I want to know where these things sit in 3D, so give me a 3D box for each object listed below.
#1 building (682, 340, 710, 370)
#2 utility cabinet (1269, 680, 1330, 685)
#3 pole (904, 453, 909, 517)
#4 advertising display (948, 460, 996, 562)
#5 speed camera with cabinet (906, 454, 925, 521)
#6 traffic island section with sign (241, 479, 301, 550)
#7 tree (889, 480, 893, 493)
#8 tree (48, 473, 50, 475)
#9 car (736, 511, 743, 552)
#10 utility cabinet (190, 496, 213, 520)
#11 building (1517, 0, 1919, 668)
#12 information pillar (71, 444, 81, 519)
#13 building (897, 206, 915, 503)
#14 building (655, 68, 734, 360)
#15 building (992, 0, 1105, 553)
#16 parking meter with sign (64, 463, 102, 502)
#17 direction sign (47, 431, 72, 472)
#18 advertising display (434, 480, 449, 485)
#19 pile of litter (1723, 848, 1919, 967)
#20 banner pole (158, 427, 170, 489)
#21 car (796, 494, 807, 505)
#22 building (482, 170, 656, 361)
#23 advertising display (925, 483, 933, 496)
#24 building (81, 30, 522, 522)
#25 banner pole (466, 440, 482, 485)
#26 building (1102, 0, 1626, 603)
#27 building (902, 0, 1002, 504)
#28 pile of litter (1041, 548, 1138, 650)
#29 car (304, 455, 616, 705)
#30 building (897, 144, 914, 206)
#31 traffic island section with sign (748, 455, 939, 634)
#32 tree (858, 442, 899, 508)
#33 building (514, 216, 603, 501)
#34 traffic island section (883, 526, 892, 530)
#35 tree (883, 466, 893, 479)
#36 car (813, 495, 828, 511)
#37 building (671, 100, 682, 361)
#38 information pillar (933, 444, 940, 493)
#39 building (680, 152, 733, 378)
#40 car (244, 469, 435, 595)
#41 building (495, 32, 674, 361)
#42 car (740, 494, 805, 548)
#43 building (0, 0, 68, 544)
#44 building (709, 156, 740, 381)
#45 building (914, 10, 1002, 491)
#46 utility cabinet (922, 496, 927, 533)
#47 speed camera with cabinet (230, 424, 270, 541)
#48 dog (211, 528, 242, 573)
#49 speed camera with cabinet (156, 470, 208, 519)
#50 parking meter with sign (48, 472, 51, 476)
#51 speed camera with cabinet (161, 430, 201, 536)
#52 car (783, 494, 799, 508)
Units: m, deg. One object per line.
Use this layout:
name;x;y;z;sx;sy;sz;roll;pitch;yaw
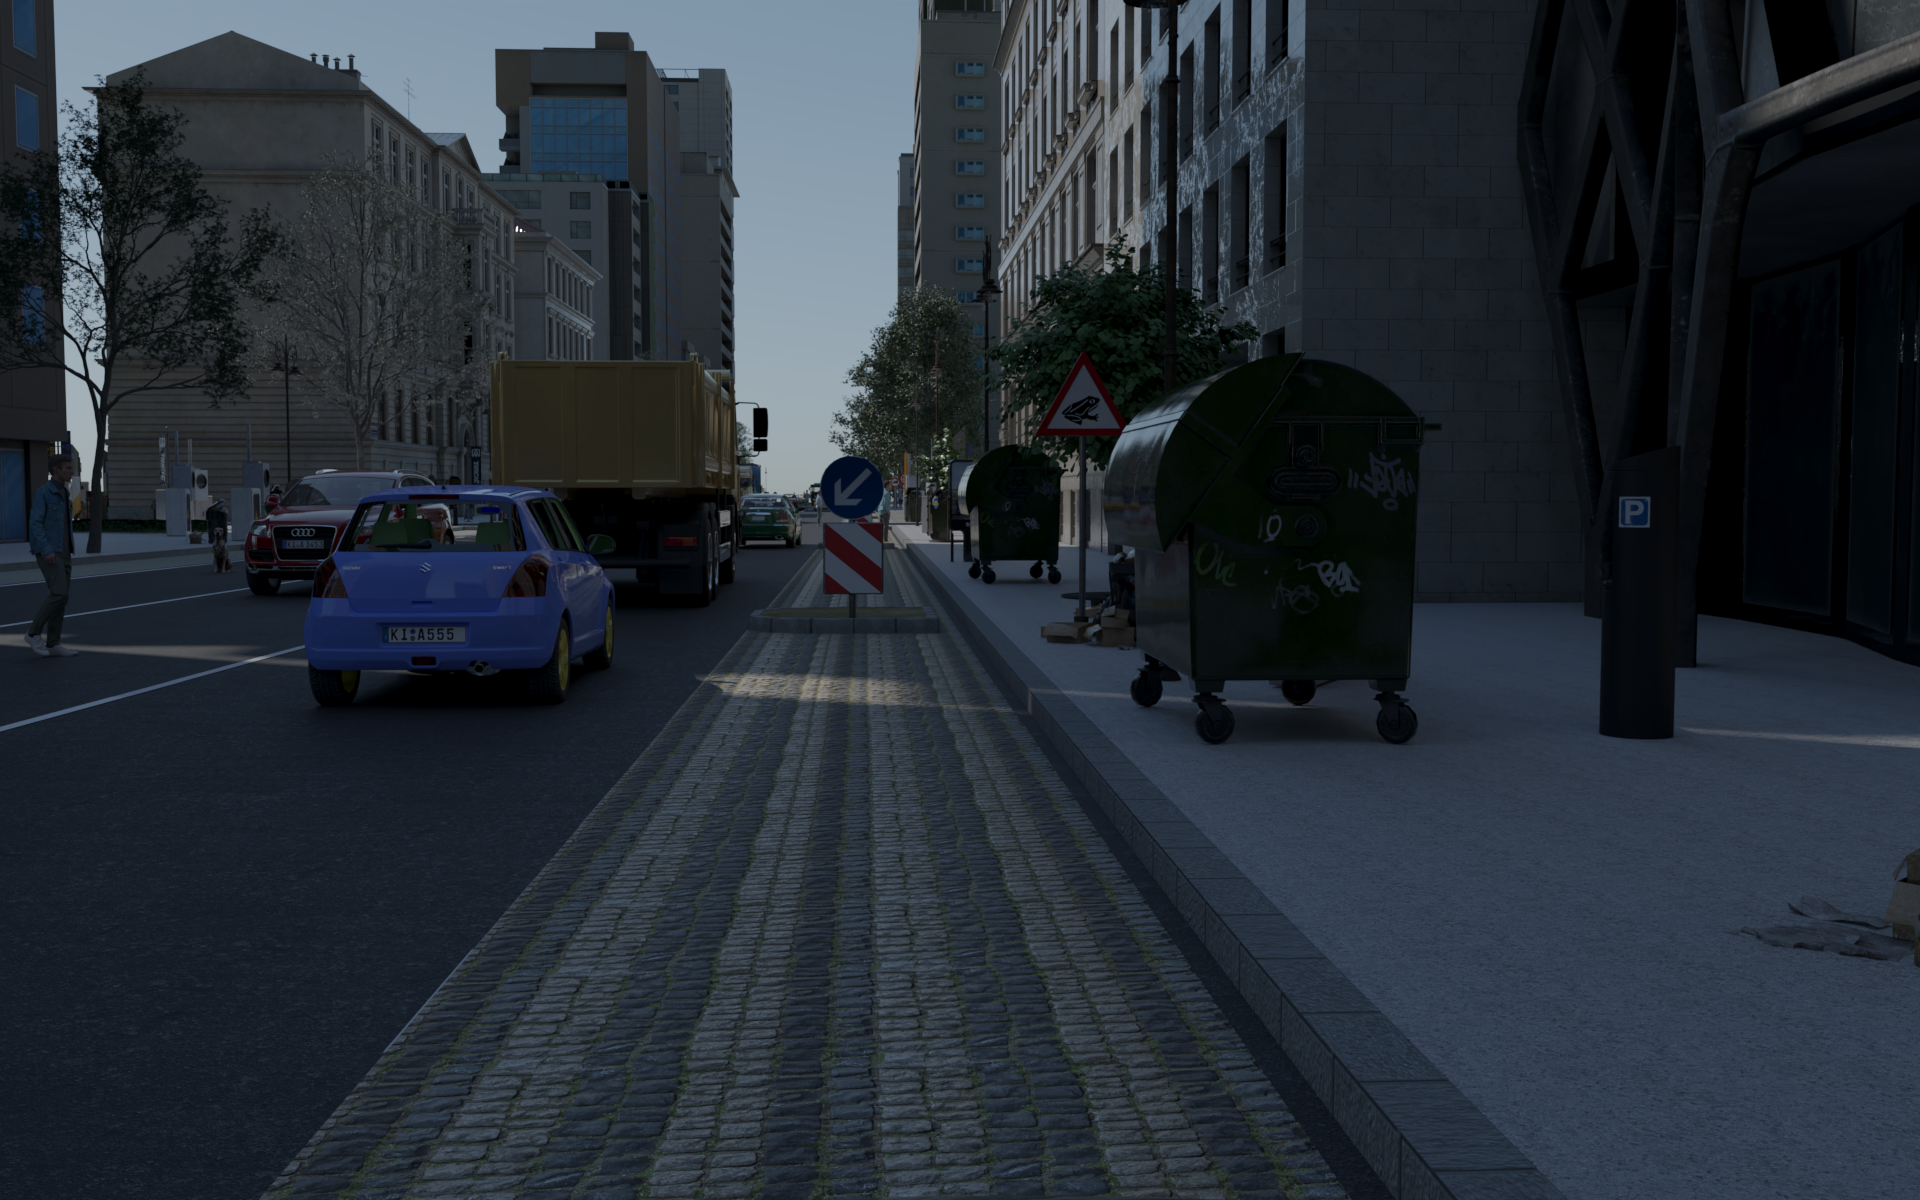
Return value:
building;-45.179;-22.226;208.436;27.650;21.520;28.899;0;4;-3
utility cabinet;2.431;-0.196;11.879;0.318;1.500;1.173;2;4;27
pole;-2.652;-5.643;86.113;0.158;3.312;0.155;0;3;0
advertising display;0.247;-1.685;32.762;0.974;1.923;0.123;-1;4;-21
speed camera with cabinet;-2.164;-5.503;84.314;0.660;3.252;2.038;-1;4;-11
traffic island section with sign;-17.234;-2.208;44.726;1.989;1.847;2.006;0;4;-3
tree;-7.722;-12.636;201.203;1.663;3.219;1.824;0;3;0
tree;-35.709;-4.407;66.658;1.663;3.219;1.824;0;3;0
car;-6.232;-1.903;41.335;2.015;1.641;3.980;0;4;-3
utility cabinet;-27.943;-3.199;63.471;1.020;1.237;0.306;-2;4;-25
building;13.388;-8.829;11.805;16.820;18.784;16.811;0;4;-3
information pillar;-41.352;-5.482;80.987;0.504;3.616;0.183;2;4;27
building;-1.955;-34.493;247.557;14.154;41.232;14.086;0;4;-3
building;-47.040;-52.456;295.900;20.563;71.187;20.611;0;4;-3
building;9.560;-13.367;51.832;16.112;22.955;30.059;0;4;-3
parking meter with sign;-53.348;-6.670;105.323;1.738;3.016;0.543;-1;4;-17
direction sign;-32.004;-4.253;61.526;0.379;3.537;0.876;3;5;41
advertising display;-23.212;-4.462;78.169;0.974;1.923;0.123;0;4;-1
pile of litter;3.122;0.564;4.738;1.719;0.858;1.176;3;5;43
banner pole;-29.449;-4.537;64.197;0.401;3.779;0.863;0;4;4
car;-20.059;-12.731;218.373;2.015;1.641;3.980;0;4;-4
building;-35.707;-23.665;158.624;14.160;30.474;14.107;0;4;-3
advertising display;-1.339;-4.813;83.910;0.123;1.923;0.974;-3;5;-42
building;-33.185;-16.930;95.882;14.460;24.649;34.723;0;4;-3
banner pole;-22.367;-5.475;79.537;0.863;3.779;0.401;0;4;-1
building;8.689;-10.616;28.330;10.420;20.320;16.860;0;4;-3
building;3.204;-47.453;214.109;20.563;71.187;20.611;0;4;-3
pile of litter;1.292;-0.061;14.969;1.176;0.858;1.719;0;4;-6
car;-3.633;-0.214;13.097;1.945;1.707;3.694;0;4;-4
building;-0.133;-46.234;297.930;21.231;58.520;28.212;0;4;-3
traffic island section with sign;-1.254;-0.610;18.595;1.989;1.847;2.006;0;4;-3
tree;-5.418;-14.507;155.314;7.486;12.596;7.792;0;3;0
building;-32.885;-17.598;123.889;11.583;22.565;21.152;0;4;-3
traffic island section;-3.759;-2.931;70.196;2.009;0.180;2.903;0;4;-3
tree;-13.970;-21.877;308.046;4.737;8.622;4.395;0;3;0
car;-11.579;-8.423;147.941;2.015;1.641;3.980;0;4;-3
building;-37.721;-32.811;186.577;14.600;45.320;14.200;0;4;-3
information pillar;-1.019;-5.437;80.255;0.504;3.616;0.183;1;4;23
building;-44.076;-38.180;247.940;21.300;48.544;21.600;0;4;-3
car;-9.182;-1.085;26.412;2.281;1.827;5.304;0;4;-3
building;-37.053;-31.945;172.418;14.600;45.320;14.200;0;4;-3
car;-5.329;-2.177;47.387;2.131;1.459;4.920;0;4;-2
building;-30.793;-23.753;38.472;14.600;45.320;14.200;0;4;-3
building;-49.646;-41.772;272.209;28.713;52.752;27.495;0;4;-3
building;6.429;-33.537;172.031;21.300;48.544;21.600;0;4;-3
utility cabinet;-0.768;-2.792;56.803;1.020;1.237;0.306;3;4;37
speed camera with cabinet;-19.704;-3.288;48.101;0.660;3.252;2.038;-1;4;-8
dog;-13.429;-0.912;31.753;0.513;0.831;0.800;2;4;29
speed camera with cabinet;-27.634;-4.109;61.522;0.660;3.252;2.038;1;4;15
parking meter with sign;-57.974;-7.033;111.254;1.738;3.016;0.543;3;5;42
speed camera with cabinet;-23.964;-3.603;53.248;0.660;3.252;2.038;-1;4;-16
car;-17.684;-10.419;179.392;2.155;1.783;4.494;0;4;-5
